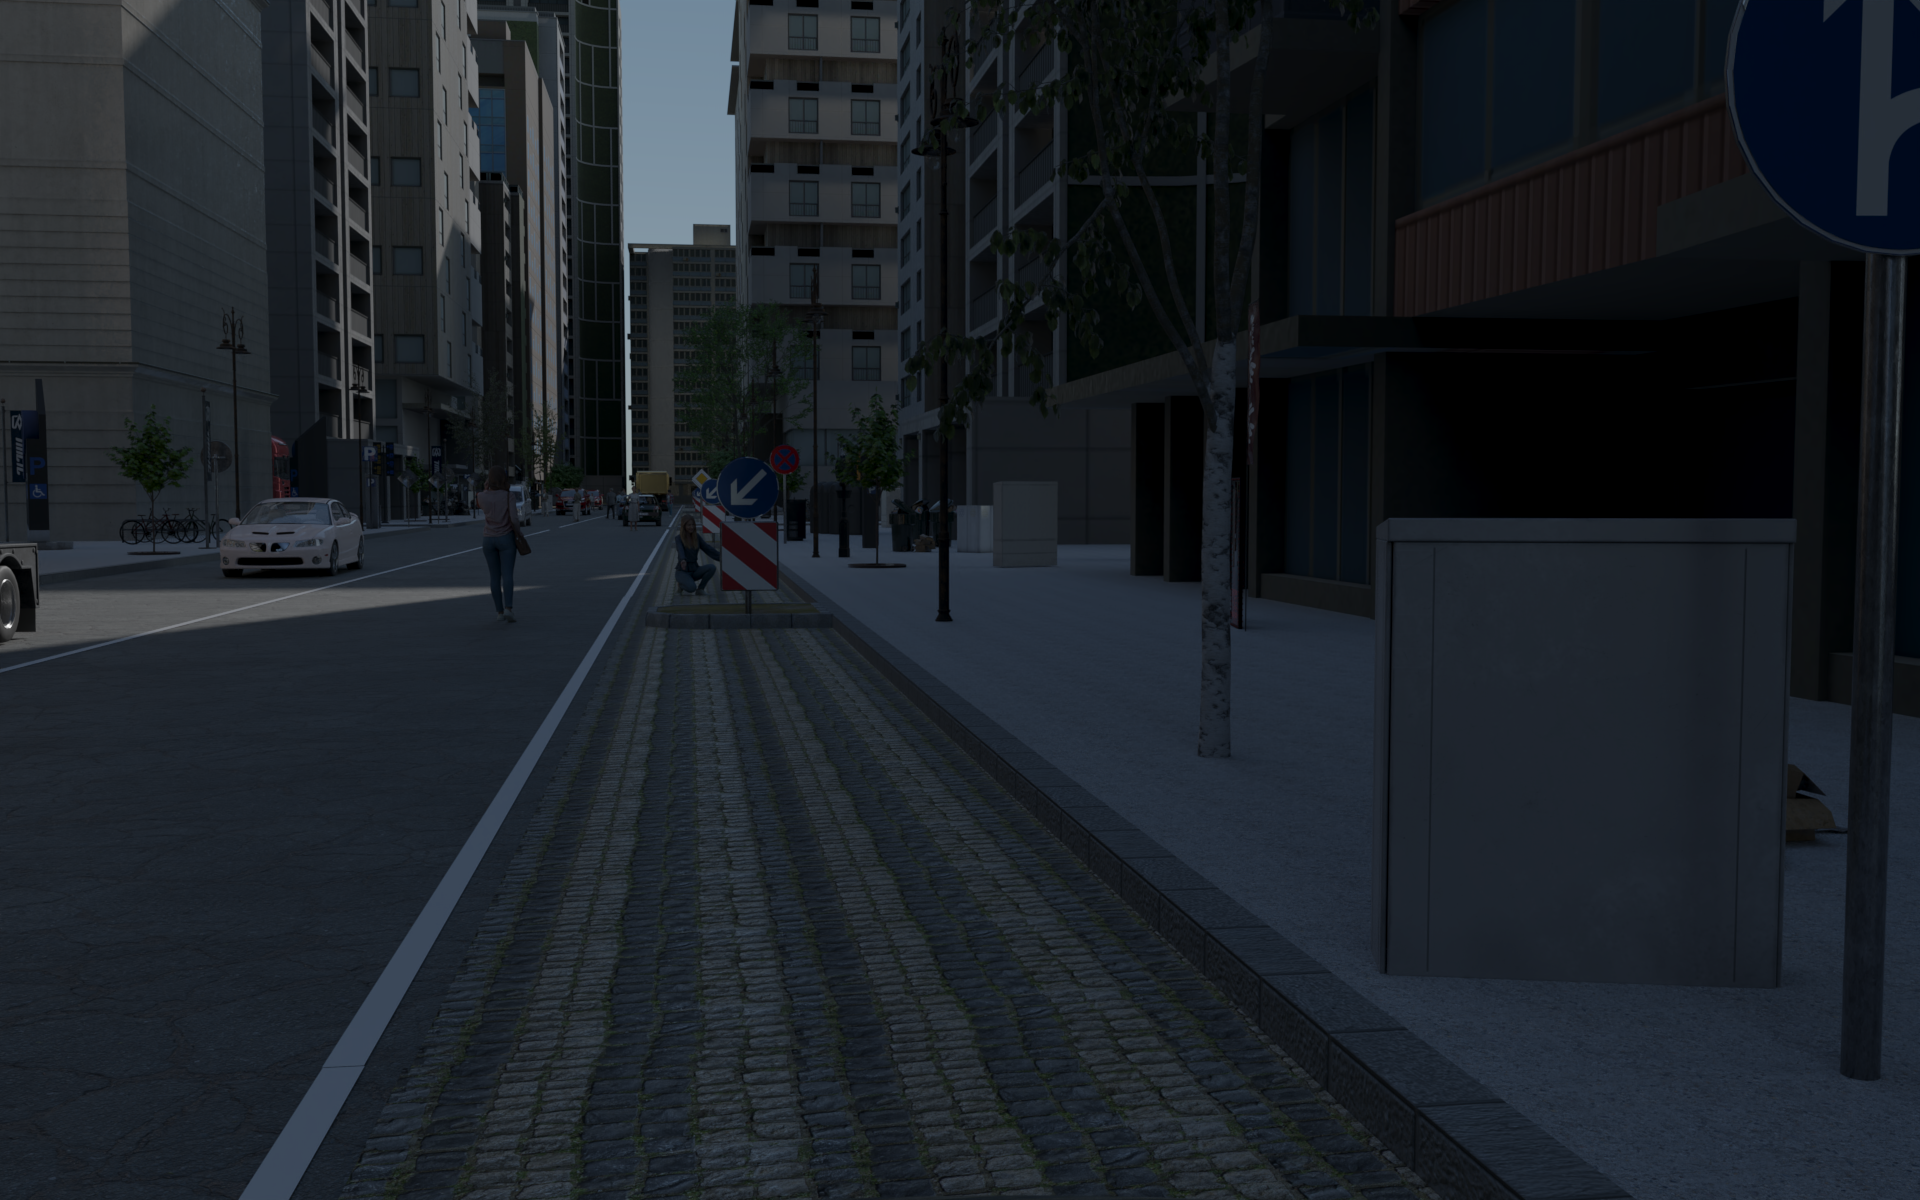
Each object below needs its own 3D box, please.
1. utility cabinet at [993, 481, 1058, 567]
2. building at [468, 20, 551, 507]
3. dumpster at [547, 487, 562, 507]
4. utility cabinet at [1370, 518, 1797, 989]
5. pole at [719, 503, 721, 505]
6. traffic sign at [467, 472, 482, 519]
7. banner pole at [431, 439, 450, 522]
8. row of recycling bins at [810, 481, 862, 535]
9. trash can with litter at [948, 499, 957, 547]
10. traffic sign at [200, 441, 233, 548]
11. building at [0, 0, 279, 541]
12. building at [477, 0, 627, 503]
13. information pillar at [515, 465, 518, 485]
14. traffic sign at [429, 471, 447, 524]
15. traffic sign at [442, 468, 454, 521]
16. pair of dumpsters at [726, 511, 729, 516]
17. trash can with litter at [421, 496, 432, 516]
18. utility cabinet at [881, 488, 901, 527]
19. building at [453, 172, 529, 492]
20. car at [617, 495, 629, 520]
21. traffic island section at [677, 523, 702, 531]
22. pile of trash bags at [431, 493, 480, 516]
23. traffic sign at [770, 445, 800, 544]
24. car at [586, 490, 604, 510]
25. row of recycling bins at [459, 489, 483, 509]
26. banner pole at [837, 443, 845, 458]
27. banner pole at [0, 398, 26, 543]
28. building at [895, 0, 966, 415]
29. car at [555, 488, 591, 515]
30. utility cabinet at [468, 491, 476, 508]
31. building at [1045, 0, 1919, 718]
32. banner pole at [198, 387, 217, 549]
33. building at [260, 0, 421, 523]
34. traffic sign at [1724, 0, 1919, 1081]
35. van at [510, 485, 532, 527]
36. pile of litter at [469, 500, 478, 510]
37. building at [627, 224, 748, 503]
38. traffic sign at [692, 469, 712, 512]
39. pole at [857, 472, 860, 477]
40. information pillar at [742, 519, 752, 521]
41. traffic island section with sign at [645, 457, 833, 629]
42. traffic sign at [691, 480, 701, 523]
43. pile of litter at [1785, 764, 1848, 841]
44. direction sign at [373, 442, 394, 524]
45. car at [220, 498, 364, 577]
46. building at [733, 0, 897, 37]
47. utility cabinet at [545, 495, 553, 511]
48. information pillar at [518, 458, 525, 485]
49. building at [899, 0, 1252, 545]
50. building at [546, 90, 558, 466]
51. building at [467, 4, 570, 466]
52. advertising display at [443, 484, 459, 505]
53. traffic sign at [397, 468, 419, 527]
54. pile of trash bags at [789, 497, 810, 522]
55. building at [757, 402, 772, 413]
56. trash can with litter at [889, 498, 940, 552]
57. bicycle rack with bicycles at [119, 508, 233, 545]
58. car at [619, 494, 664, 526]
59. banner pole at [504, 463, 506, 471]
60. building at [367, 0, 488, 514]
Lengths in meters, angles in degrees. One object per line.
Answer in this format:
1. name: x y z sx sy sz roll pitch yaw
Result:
1. utility cabinet: 1.144 -1.332 30.460 1.173 1.500 0.318 -2 4 -32
2. building: -48.276 -31.670 167.915 14.600 45.320 14.200 -1 4 -9
3. dumpster: -34.394 -8.647 147.141 1.264 1.857 1.865 -1 4 -9
4. utility cabinet: 1.646 0.398 4.662 1.020 1.237 0.306 0 4 8
5. pole: -18.770 -8.647 135.220 0.158 3.312 0.155 0 3 0
6. traffic sign: -25.030 -5.392 89.337 0.795 2.450 0.064 0 4 -4
7. banner pole: -23.679 -5.439 78.946 0.863 3.779 0.401 0 3 0
8. row of recycling bins: -3.859 -2.960 55.516 1.069 1.692 3.534 -2 4 -28
9. trash can with litter: -0.558 -1.847 41.586 0.624 1.170 1.055 3 5 42
10. traffic sign: -17.794 -2.529 41.462 0.768 2.556 0.104 0 4 -1
11. building: -44.908 -16.792 50.969 44.131 29.872 17.030 -1 4 -9
12. building: -57.850 -49.202 242.711 20.611 71.187 20.563 -1 4 -9
13. information pillar: -35.669 -9.084 139.878 0.504 3.616 0.183 0 4 7
14. traffic sign: -22.502 -4.345 74.679 0.795 2.450 0.064 -1 4 -9
15. traffic sign: -24.771 -5.102 83.530 0.768 2.556 0.104 0 4 -4
16. pair of dumpsters: -13.527 -6.175 103.447 1.574 2.255 4.437 -1 4 -9
17. trash can with litter: -30.913 -5.393 99.559 1.055 1.170 0.624 1 4 10
18. utility cabinet: -2.473 -3.509 66.043 0.318 1.500 1.173 3 5 43
19. building: -46.424 -23.389 154.104 14.160 30.474 14.107 -1 4 -9
20. car: -18.263 -5.208 97.146 2.014 1.417 4.499 -1 4 -8
21. traffic island section: -10.183 -2.831 68.571 2.009 0.180 2.903 -1 4 -9
22. pile of trash bags: -29.976 -5.742 103.642 1.912 1.369 3.447 3 5 44
23. traffic sign: -4.522 -2.730 44.734 0.768 2.556 0.104 0 4 -8
24. car: -33.222 -9.003 155.879 2.281 1.827 5.304 -1 4 -10
25. row of recycling bins: -42.113 -8.541 146.755 3.534 1.692 1.069 0 4 -3
26. banner pole: -5.312 -5.338 77.292 0.401 3.779 0.863 -2 4 -34
27. banner pole: -24.842 -3.394 45.516 0.863 3.779 0.401 -1 4 -14
28. building: 4.391 -19.470 90.034 14.107 30.474 14.160 -1 4 -9
29. car: -26.264 -6.670 117.735 2.281 1.827 5.304 0 4 -7
30. utility cabinet: -40.687 -8.272 143.931 1.173 1.500 0.318 3 4 36
31. building: 14.132 -22.050 15.150 22.147 44.769 28.867 -1 4 -9
32. banner pole: -17.716 -3.105 40.788 0.401 3.779 0.863 -1 4 -11
33. building: -37.874 -39.453 83.307 20.563 71.187 20.611 -1 4 -9
34. traffic sign: 1.989 -0.223 3.747 0.768 2.556 0.104 0 4 -2
35. van: -20.064 -4.286 77.086 2.013 2.044 4.112 -1 4 -9
36. pile of litter: -40.021 -7.803 141.537 1.176 0.858 1.719 3 5 42
37. building: -36.032 -34.269 252.182 23.993 40.220 32.217 -1 4 -9
38. traffic sign: -10.205 -3.966 68.490 0.795 2.450 0.064 -1 4 -9
39. pole: -4.669 -5.254 79.751 0.158 3.312 0.155 0 3 0
40. information pillar: -8.269 -3.836 67.206 0.304 2.012 0.304 3 4 38
41. traffic island section with sign: -2.478 -0.647 19.205 1.989 1.847 2.006 -1 4 -9
42. traffic sign: -11.438 -4.449 76.380 0.795 2.450 0.064 -1 4 -9
43. pile of litter: 2.674 0.460 6.441 1.719 0.858 1.176 -1 4 -10
44. direction sign: -25.103 -5.107 75.499 0.876 3.537 0.379 -1 4 -9
45. car: -12.085 -1.174 31.555 2.083 1.381 4.827 -1 4 -10
46. building: -9.448 -36.384 184.123 28.713 52.752 27.495 -1 4 -9
47. utility cabinet: -32.104 -7.570 134.927 0.306 1.237 1.020 1 4 14
48. information pillar: -28.458 -7.435 112.921 0.183 3.616 0.504 0 4 5
49. building: 9.671 -37.257 47.408 20.563 71.187 20.611 -1 4 -9
50. building: -50.141 -32.544 182.207 14.600 45.320 14.200 -1 4 -9
51. building: -61.681 -40.697 207.390 28.212 58.520 21.231 -1 4 -9
52. advertising display: -31.420 -6.219 106.888 0.974 1.923 0.123 0 4 3
53. traffic sign: -21.269 -3.862 66.789 0.795 2.450 0.064 -1 4 -9
54. pile of trash bags: -6.719 -4.324 80.447 1.912 1.369 3.447 -2 4 -33
55. building: -12.157 -23.943 163.167 14.160 30.474 14.107 -1 4 -9
56. trash can with litter: -1.044 -1.654 38.429 1.055 1.170 0.624 2 4 24
57. bicycle rack with bicycles: -20.604 -1.956 45.359 2.925 0.926 2.852 -2 4 -34
58. car: -14.345 -4.178 78.104 2.009 1.686 4.222 -1 4 -10
59. banner pole: -36.351 -9.085 138.549 0.401 3.779 0.863 -1 4 -19
60. building: -47.544 -32.277 116.973 28.713 52.752 27.495 -1 4 -9
